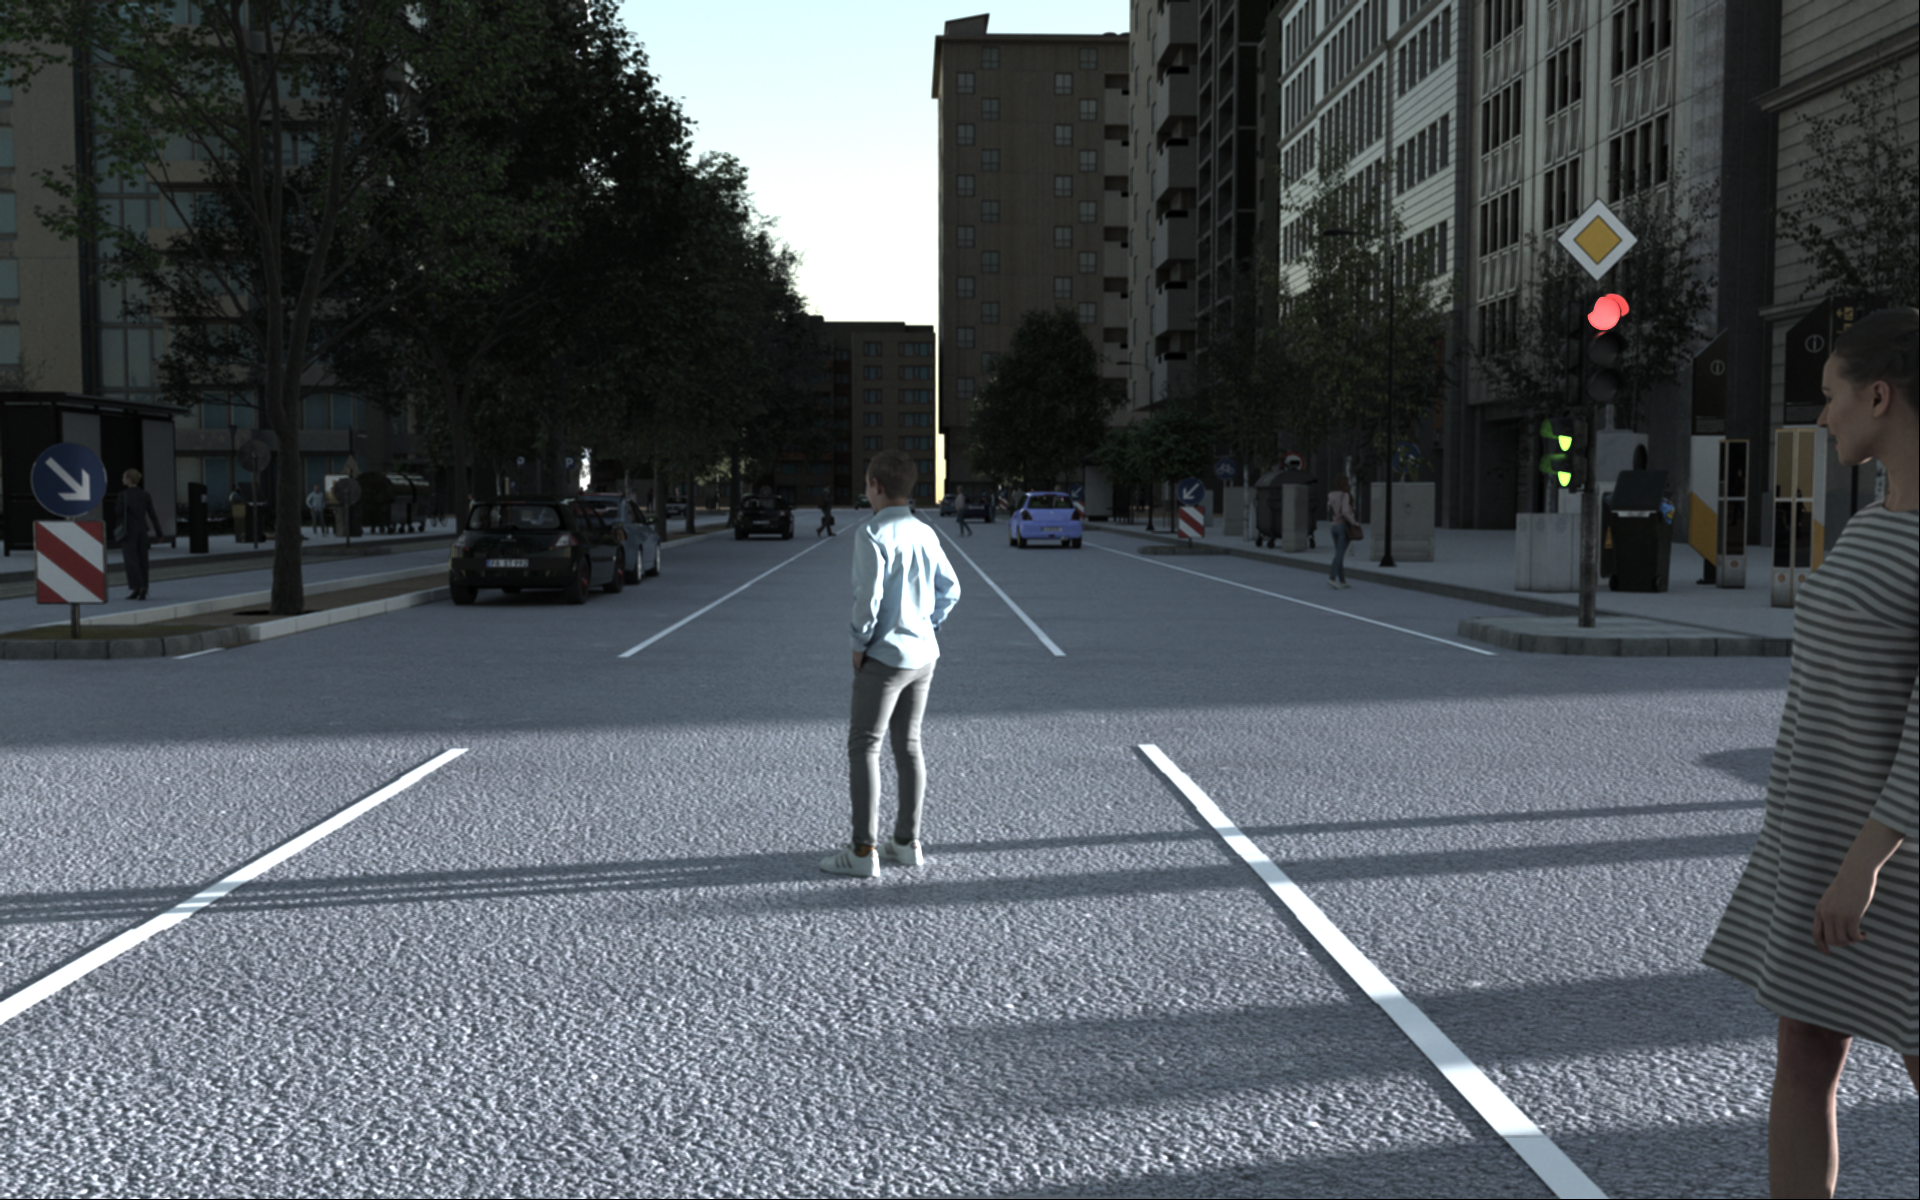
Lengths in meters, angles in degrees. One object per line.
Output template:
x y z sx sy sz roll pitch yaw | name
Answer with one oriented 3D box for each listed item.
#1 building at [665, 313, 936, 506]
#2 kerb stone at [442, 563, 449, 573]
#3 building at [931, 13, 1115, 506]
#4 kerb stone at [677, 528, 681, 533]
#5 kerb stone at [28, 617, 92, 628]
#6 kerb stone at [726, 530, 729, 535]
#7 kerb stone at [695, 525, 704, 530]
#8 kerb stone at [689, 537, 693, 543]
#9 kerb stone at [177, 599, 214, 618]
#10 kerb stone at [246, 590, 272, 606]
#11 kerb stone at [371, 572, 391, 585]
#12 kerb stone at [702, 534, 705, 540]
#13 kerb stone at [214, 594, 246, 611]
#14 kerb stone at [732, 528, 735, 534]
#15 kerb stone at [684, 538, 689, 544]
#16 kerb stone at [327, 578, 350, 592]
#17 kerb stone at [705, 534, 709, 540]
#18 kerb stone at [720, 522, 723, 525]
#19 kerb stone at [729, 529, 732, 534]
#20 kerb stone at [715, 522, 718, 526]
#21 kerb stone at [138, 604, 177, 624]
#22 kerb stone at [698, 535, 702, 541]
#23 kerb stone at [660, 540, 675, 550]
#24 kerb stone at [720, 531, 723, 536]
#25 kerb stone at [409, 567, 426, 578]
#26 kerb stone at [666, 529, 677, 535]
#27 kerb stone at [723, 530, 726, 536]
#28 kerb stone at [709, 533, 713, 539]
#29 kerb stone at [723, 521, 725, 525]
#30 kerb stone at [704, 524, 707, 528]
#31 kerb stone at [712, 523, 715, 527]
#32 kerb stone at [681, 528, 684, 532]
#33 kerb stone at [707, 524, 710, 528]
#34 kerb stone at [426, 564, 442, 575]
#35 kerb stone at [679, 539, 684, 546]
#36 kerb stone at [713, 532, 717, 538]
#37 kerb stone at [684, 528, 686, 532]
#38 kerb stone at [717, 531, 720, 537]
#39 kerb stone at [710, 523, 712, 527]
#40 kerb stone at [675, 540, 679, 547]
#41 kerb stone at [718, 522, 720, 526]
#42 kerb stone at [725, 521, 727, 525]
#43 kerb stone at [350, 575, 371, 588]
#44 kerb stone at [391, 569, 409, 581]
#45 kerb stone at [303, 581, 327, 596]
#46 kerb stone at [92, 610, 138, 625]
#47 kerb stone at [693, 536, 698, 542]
-17.459 -21.635 198.766 28.899 21.520 27.650 0 4 -2 | building
-9.441 -0.580 31.675 0.120 0.150 1.000 0 4 -2 | kerb stone
10.687 -37.346 199.842 27.495 52.752 28.713 0 4 -2 | building
-10.431 -2.523 63.452 0.120 0.150 1.000 0 4 -2 | kerb stone
-8.987 0.302 17.289 0.120 0.150 1.000 0 4 -2 | kerb stone
-8.245 -2.335 60.375 0.120 0.150 1.000 0 4 -2 | kerb stone
-10.672 -2.963 70.643 0.120 0.150 1.000 0 4 -2 | kerb stone
-7.916 -1.709 50.143 0.120 0.150 1.000 0 4 -2 | kerb stone
-9.075 0.111 20.387 0.120 0.150 1.000 0 4 -2 | kerb stone
-9.147 -0.015 22.438 0.120 0.150 1.000 0 4 -2 | kerb stone
-9.309 -0.329 27.567 0.120 0.150 1.000 0 4 -2 | kerb stone
-8.018 -1.897 53.213 0.120 0.150 1.000 0 4 -2 | kerb stone
-9.109 0.048 21.416 0.120 0.150 1.000 0 4 -2 | kerb stone
-8.302 -2.461 62.428 0.120 0.150 1.000 0 4 -2 | kerb stone
-7.893 -1.643 49.116 0.120 0.150 1.000 0 4 -2 | kerb stone
-9.241 -0.203 25.515 0.120 0.150 1.000 0 4 -2 | kerb stone
-8.048 -1.960 54.236 0.120 0.150 1.000 0 4 -2 | kerb stone
-10.894 -3.399 77.801 0.120 0.150 1.000 0 4 -2 | kerb stone
-8.269 -2.398 61.406 0.120 0.150 1.000 0 4 -2 | kerb stone
-10.828 -3.269 75.758 0.120 0.150 1.000 0 4 -2 | kerb stone
-9.049 0.177 19.359 0.120 0.150 1.000 0 4 -2 | kerb stone
-7.984 -1.833 52.186 0.120 0.150 1.000 0 4 -2 | kerb stone
-7.786 -1.459 46.051 0.120 0.150 1.000 0 4 -2 | kerb stone
-8.177 -2.208 58.329 0.120 0.150 1.000 0 4 -2 | kerb stone
-9.376 -0.451 29.620 0.120 0.150 1.000 0 4 -2 | kerb stone
-10.407 -2.461 62.426 0.120 0.150 1.000 0 4 -2 | kerb stone
-8.208 -2.271 59.353 0.120 0.150 1.000 0 4 -2 | kerb stone
-8.079 -2.022 55.260 0.120 0.150 1.000 0 4 -2 | kerb stone
-10.918 -3.464 78.828 0.120 0.150 1.000 0 4 -2 | kerb stone
-10.699 -3.022 71.665 0.120 0.150 1.000 0 4 -2 | kerb stone
-10.792 -3.210 74.730 0.120 0.150 1.000 0 4 -2 | kerb stone
-10.475 -2.586 64.474 0.120 0.150 1.000 0 4 -2 | kerb stone
-10.728 -3.088 72.686 0.120 0.150 1.000 0 4 -2 | kerb stone
-9.406 -0.516 30.642 0.120 0.150 1.000 0 4 -2 | kerb stone
-7.856 -1.584 48.095 0.120 0.150 1.000 0 4 -2 | kerb stone
-8.109 -2.085 56.281 0.120 0.150 1.000 0 4 -2 | kerb stone
-10.502 -2.649 65.504 0.120 0.150 1.000 0 4 -2 | kerb stone
-8.146 -2.147 57.305 0.120 0.150 1.000 0 4 -2 | kerb stone
-10.759 -3.144 73.709 0.120 0.150 1.000 0 4 -2 | kerb stone
-7.819 -1.519 47.073 0.120 0.150 1.000 0 4 -2 | kerb stone
-10.853 -3.338 76.779 0.120 0.150 1.000 0 4 -2 | kerb stone
-10.962 -3.526 79.858 0.120 0.150 1.000 0 4 -2 | kerb stone
-9.278 -0.266 26.545 0.120 0.150 1.000 0 4 -2 | kerb stone
-9.341 -0.385 28.597 0.120 0.150 1.000 0 4 -2 | kerb stone
-9.209 -0.140 24.483 0.120 0.150 1.000 0 4 -2 | kerb stone
-9.016 0.237 18.333 0.120 0.150 1.000 0 4 -2 | kerb stone
-7.945 -1.772 51.165 0.120 0.150 1.000 0 4 -2 | kerb stone
